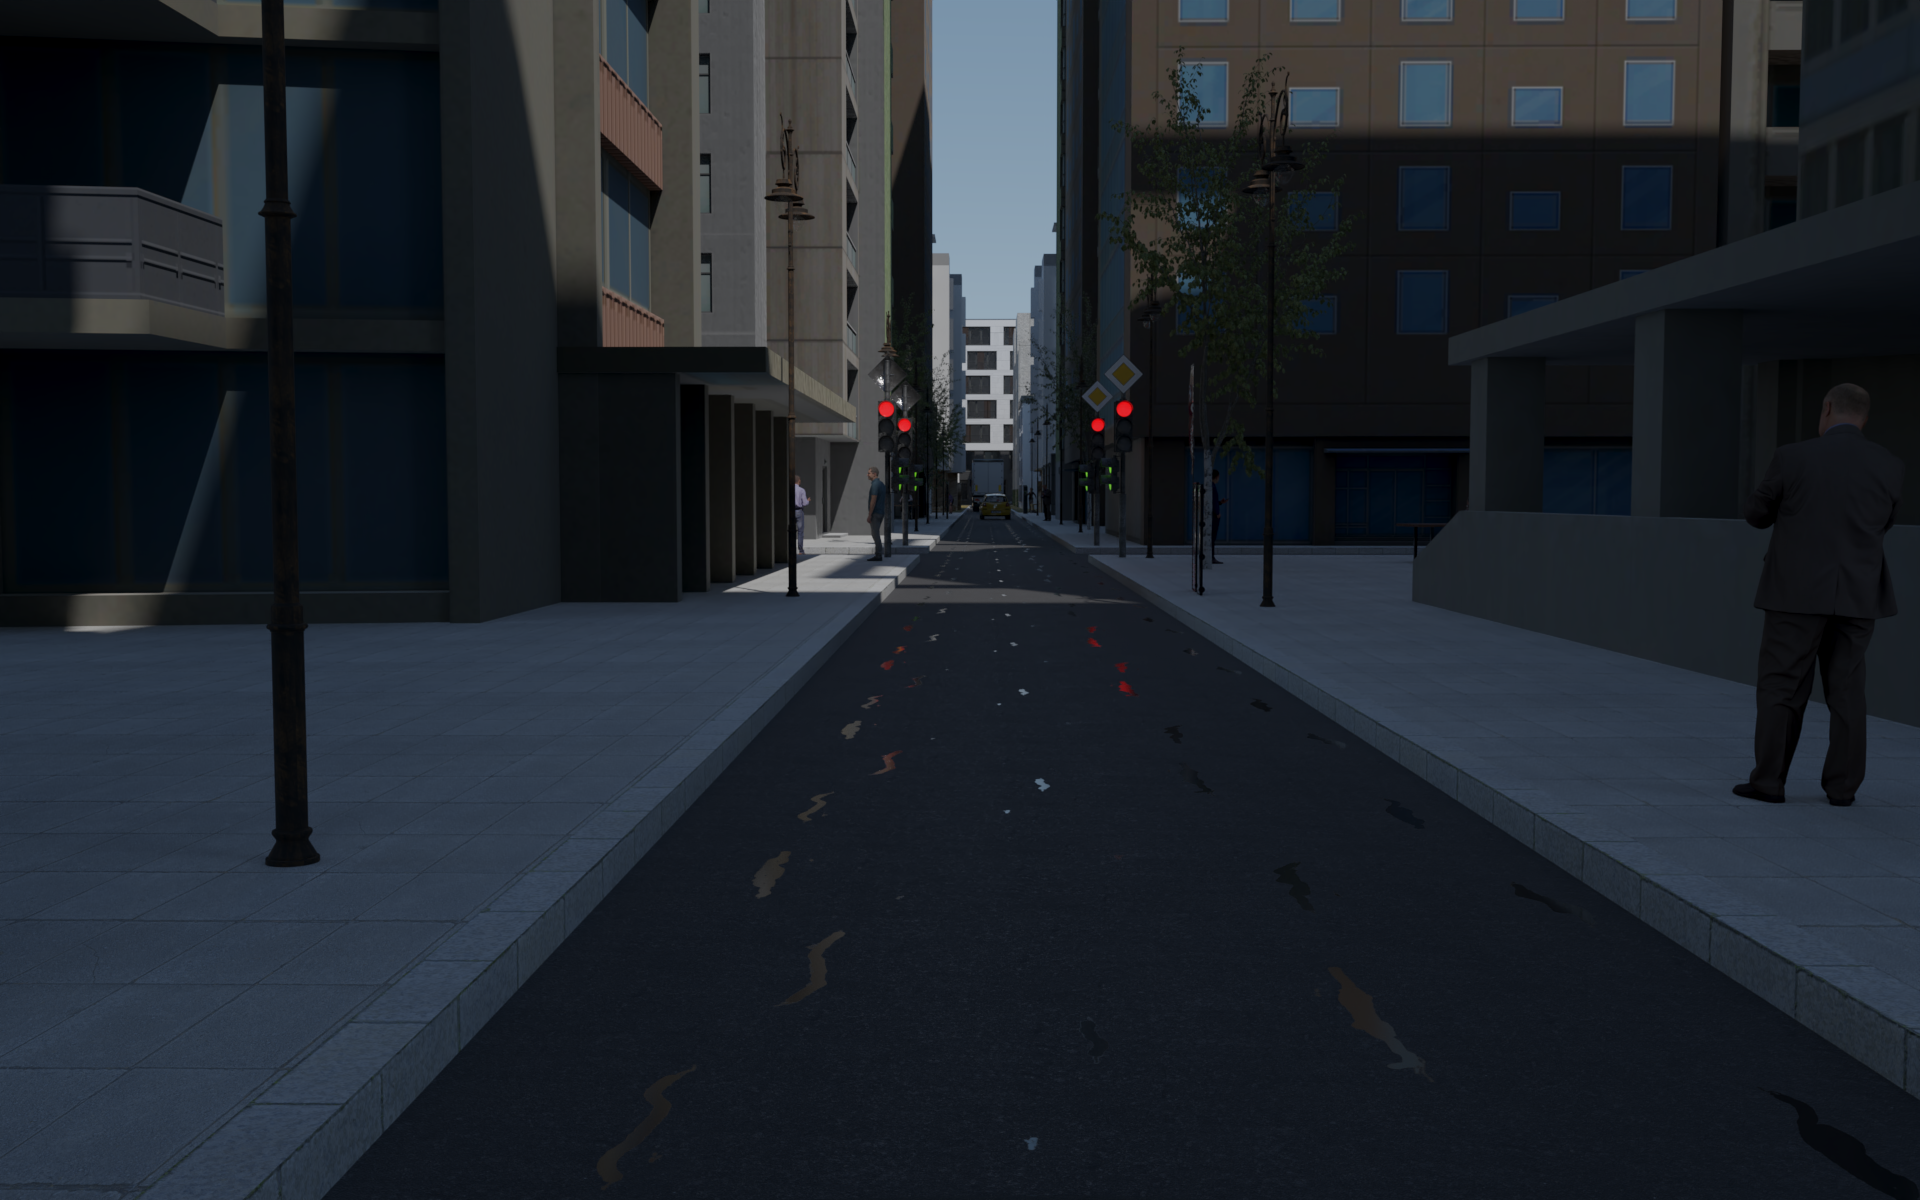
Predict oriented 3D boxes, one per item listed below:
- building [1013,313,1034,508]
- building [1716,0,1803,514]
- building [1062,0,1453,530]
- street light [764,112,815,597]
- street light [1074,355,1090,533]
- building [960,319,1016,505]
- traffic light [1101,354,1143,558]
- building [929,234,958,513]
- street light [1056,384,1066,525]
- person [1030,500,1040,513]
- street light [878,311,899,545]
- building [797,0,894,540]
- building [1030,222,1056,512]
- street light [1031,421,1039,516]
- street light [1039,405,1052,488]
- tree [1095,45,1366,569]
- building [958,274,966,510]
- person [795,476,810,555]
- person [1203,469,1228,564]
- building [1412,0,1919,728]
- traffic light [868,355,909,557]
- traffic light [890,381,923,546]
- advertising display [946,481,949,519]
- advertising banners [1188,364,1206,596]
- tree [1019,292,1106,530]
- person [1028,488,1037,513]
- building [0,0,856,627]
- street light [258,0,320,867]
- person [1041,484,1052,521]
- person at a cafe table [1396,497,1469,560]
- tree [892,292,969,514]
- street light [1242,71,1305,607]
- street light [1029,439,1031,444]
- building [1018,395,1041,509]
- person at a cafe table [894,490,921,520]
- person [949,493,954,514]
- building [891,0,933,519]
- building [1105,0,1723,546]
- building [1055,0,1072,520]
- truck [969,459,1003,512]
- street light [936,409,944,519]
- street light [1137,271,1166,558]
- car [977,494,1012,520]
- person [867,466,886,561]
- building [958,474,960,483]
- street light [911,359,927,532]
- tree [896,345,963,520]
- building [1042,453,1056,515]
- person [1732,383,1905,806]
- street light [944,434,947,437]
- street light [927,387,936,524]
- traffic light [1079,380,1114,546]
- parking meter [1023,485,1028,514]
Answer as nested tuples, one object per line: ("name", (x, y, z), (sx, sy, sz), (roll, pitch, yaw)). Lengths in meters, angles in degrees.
("building", (14.063, -19.021, 177.457), (16.747, 18.905, 31.486), (0, 4, 1))
("building", (29.306, -26.169, 51.570), (21.600, 48.544, 21.300), (0, 4, 1))
("building", (11.790, -25.937, 74.176), (14.600, 45.320, 14.200), (0, 4, 1))
("street light", (-2.096, -2.981, 21.519), (0.468, 5.910, 1.993), (0, 4, 1))
("street light", (4.027, -5.190, 57.636), (0.468, 5.910, 1.993), (0, 4, 1))
("building", (-4.356, -22.755, 216.024), (32.646, 21.610, 27.936), (0, 4, 1))
("traffic light", (3.271, -2.817, 34.972), (0.839, 4.253, 0.868), (0, 4, 1))
("building", (-8.448, -16.376, 124.160), (16.016, 20.091, 11.380), (0, 4, 1))
("street light", (4.258, -6.112, 72.718), (0.468, 5.910, 1.993), (0, 4, 1))
("person", (4.999, -6.256, 116.260), (0.695, 0.859, 0.347), (-1, 4, -20))
("street light", (-1.800, -4.345, 43.830), (0.468, 5.910, 1.993), (0, 4, 1))
("building", (-9.338, -22.445, 50.571), (14.154, 41.232, 14.086), (0, 4, 1))
("building", (13.199, -16.508, 126.323), (16.016, 20.091, 11.380), (0, 4, 1))
("street light", (4.625, -7.969, 103.077), (0.468, 5.910, 1.993), (0, 4, 1))
("street light", (4.408, -7.042, 87.920), (0.468, 5.910, 1.993), (0, 4, 1))
("tree", (4.443, -4.821, 29.182), (4.737, 8.622, 4.395), (0, 3, 0))
("building", (-7.543, -17.070, 135.507), (16.016, 20.091, 11.380), (0, 4, 1))
("person", (-3.572, -1.837, 38.397), (0.709, 1.838, 0.599), (1, 4, 23))
("person", (4.703, -1.541, 31.936), (0.504, 1.737, 0.576), (-1, 4, -21))
("building", (21.428, -19.602, 12.373), (32.217, 40.220, 23.993), (0, 4, 1))
("traffic light", (-1.450, -2.820, 35.020), (0.839, 4.253, 0.868), (0, 4, 1))
("traffic light", (-1.342, -3.308, 43.004), (0.839, 4.253, 0.868), (0, 4, 1))
("advertising display", (-0.658, -5.122, 88.966), (0.123, 1.923, 0.974), (0, 4, -2))
("advertising banners", (3.105, -1.624, 22.747), (0.090, 3.025, 2.074), (0, 4, 4))
("tree", (4.469, -6.836, 62.135), (4.360, 8.622, 3.978), (0, 3, 0))
("person", (4.873, -6.924, 120.075), (1.217, 1.723, 0.721), (3, 5, 45))
("building", (-16.653, -22.522, 22.852), (28.867, 44.769, 22.147), (0, 4, 1))
("street light", (-2.326, -2.023, 5.859), (0.468, 5.910, 1.993), (0, 4, 1))
("person", (4.092, -4.635, 82.507), (0.565, 1.739, 0.600), (1, 4, 17))
("person at a cafe table", (9.216, -1.294, 32.012), (1.698, 1.238, 1.726), (-1, 4, -9))
("tree", (-2.677, -6.908, 63.312), (4.737, 8.622, 4.395), (0, 3, 0))
("street light", (3.505, -2.860, 19.556), (0.468, 5.910, 1.993), (0, 4, 1))
("street light", (4.893, -8.866, 117.738), (0.468, 5.910, 1.993), (0, 4, 1))
("building", (9.749, -12.553, 147.384), (9.099, 9.664, 28.070), (0, 4, 1))
("person at a cafe table", (-2.815, -4.816, 87.256), (1.698, 1.524, 1.622), (1, 4, 14))
("person", (-0.646, -6.273, 111.831), (0.421, 1.427, 0.697), (2, 4, 29))
("building", (-8.608, -27.185, 94.586), (14.600, 45.320, 14.200), (0, 4, 1))
("building", (11.356, -24.342, 48.107), (14.200, 45.320, 14.600), (0, 4, 1))
("building", (11.957, -24.833, 89.619), (14.154, 41.232, 14.086), (0, 4, 1))
("truck", (2.249, -9.551, 145.072), (2.839, 4.237, 11.283), (0, 4, 0))
("street light", (-1.214, -7.133, 89.408), (0.468, 5.910, 1.993), (0, 4, 1))
("street light", (3.803, -3.776, 34.521), (0.468, 5.910, 1.993), (0, 4, 1))
("car", (1.985, -5.400, 98.520), (2.015, 1.641, 3.980), (0, 4, -1))
("person", (-1.634, -1.651, 33.166), (0.434, 1.807, 0.598), (2, 4, 27))
("building", (-13.995, -15.185, 190.415), (28.070, 9.664, 9.099), (0, 4, 1))
("street light", (-1.498, -5.287, 59.225), (0.468, 5.910, 1.993), (0, 4, 1))
("tree", (-1.700, -8.180, 84.105), (4.360, 8.622, 3.978), (0, 3, 0))
("building", (15.721, -40.860, 106.308), (20.563, 71.187, 20.611), (0, 4, 1))
("person", (3.579, -0.033, 7.265), (0.565, 1.739, 0.600), (-1, 4, -20))
("street light", (-1.003, -8.030, 104.070), (0.468, 5.910, 1.993), (0, 4, 1))
("street light", (-1.395, -6.231, 74.669), (0.468, 5.910, 1.993), (0, 4, 1))
("traffic light", (3.379, -3.305, 42.956), (0.839, 4.253, 0.868), (0, 4, 1))
("parking meter", (4.249, -6.537, 112.587), (0.255, 1.863, 0.399), (0, 4, -7))
